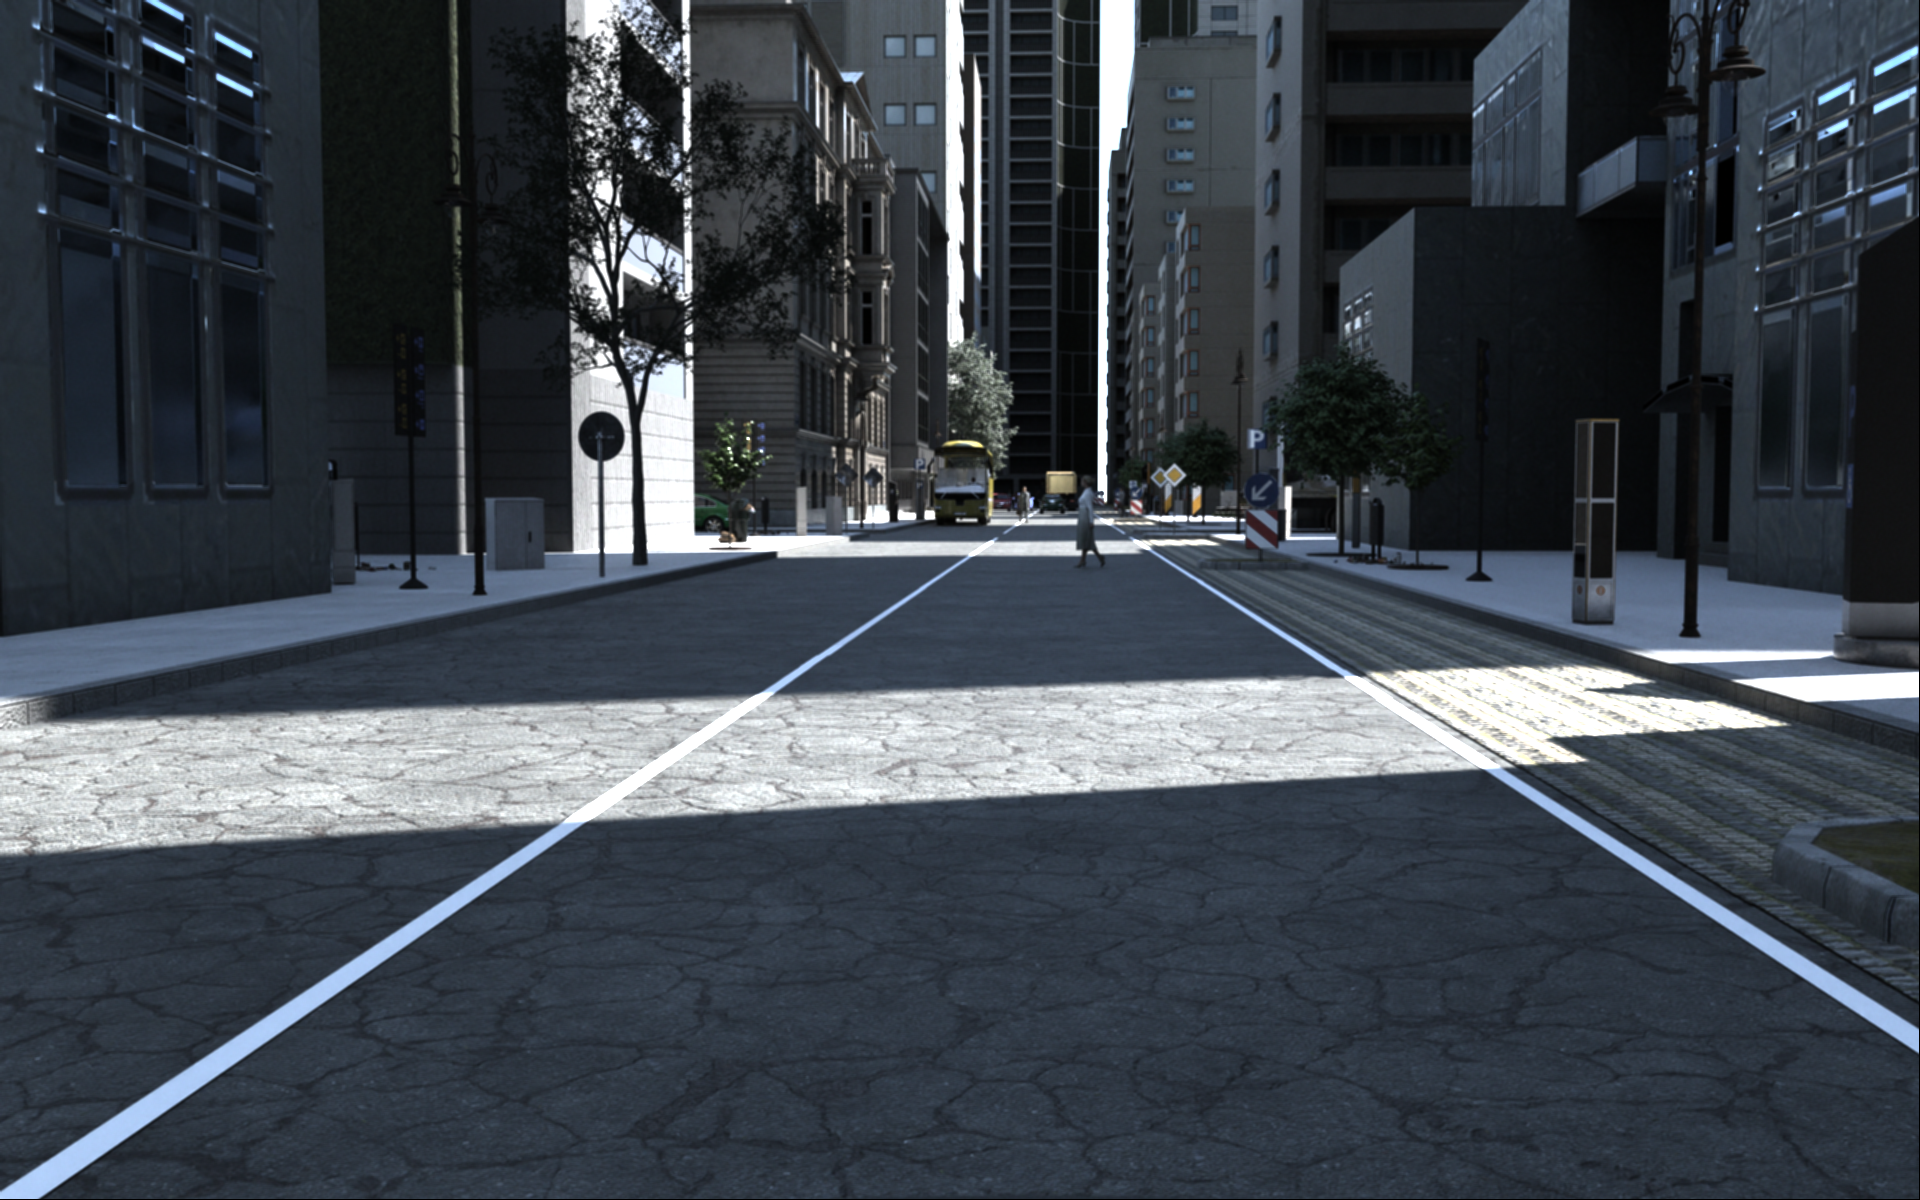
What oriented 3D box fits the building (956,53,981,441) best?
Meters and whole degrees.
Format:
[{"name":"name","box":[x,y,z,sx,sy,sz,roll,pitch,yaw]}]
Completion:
[{"name":"building","box":[-5.108,-32.046,174.063,14.600,45.320,14.200,0,4,3]}]

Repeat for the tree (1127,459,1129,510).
[{"name":"tree","box":[10.342,-5.825,78.950,4.285,4.588,4.351,0,3,0]}]

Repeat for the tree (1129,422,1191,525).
[{"name":"tree","box":[10.218,-5.405,72.089,4.285,4.588,4.351,0,3,0]}]

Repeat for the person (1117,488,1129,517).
[{"name":"person","box":[10.105,-6.082,108.057,0.853,1.813,0.709,-1,4,-15]}]

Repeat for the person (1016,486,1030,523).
[{"name":"person","box":[3.203,-4.792,86.947,0.694,1.812,0.767,-1,4,-9]}]

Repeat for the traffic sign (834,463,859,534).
[{"name":"traffic sign","box":[-3.691,-3.219,56.278,0.795,2.450,0.064,0,4,3]}]

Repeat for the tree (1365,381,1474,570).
[{"name":"tree","box":[7.750,-2.150,29.760,1.663,3.219,1.824,0,3,0]}]

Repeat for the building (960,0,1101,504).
[{"name":"building","box":[8.410,-48.537,231.829,20.611,71.187,20.563,0,4,3]}]

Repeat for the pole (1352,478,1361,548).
[{"name":"pole","box":[9.398,-2.885,41.010,0.158,3.312,0.155,0,3,0]}]

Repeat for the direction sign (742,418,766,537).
[{"name":"direction sign","box":[-6.197,-3.680,52.159,0.379,3.537,0.876,3,5,43]}]

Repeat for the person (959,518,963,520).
[{"name":"person","box":[0.052,-5.342,95.962,0.709,1.813,0.853,-2,4,-25]}]

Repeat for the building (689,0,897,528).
[{"name":"building","box":[-10.392,-16.116,82.582,14.460,24.649,34.723,0,4,3]}]

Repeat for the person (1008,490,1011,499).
[{"name":"person","box":[5.085,-10.264,176.403,0.705,1.814,1.350,0,4,2]}]

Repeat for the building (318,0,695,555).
[{"name":"building","box":[-22.041,-30.792,45.451,28.212,58.520,21.231,0,4,3]}]

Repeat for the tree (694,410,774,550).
[{"name":"tree","box":[-5.397,-2.772,39.929,1.663,3.219,1.824,0,3,0]}]

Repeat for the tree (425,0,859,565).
[{"name":"tree","box":[-5.683,-5.926,31.300,8.767,10.594,7.601,1,4,12]}]

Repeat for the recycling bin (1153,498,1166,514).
[{"name":"recycling bin","box":[12.742,-5.954,109.909,0.722,1.027,0.722,-2,4,-26]}]

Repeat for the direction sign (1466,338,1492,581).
[{"name":"direction sign","box":[7.684,-2.051,25.532,0.379,3.537,0.876,2,4,27]}]

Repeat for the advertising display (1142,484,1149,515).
[{"name":"advertising display","box":[11.438,-6.212,106.772,0.123,1.923,0.974,-1,4,-14]}]

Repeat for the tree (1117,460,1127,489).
[{"name":"tree","box":[14.444,-9.602,140.704,4.285,4.588,4.351,0,3,0]}]

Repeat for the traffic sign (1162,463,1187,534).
[{"name":"traffic sign","box":[6.883,-3.180,55.634,0.795,2.450,0.064,0,4,3]}]

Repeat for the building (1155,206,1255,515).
[{"name":"building","box":[28.187,-16.698,118.055,27.650,21.520,28.899,0,4,3]}]

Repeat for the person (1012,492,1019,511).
[{"name":"person","box":[4.673,-8.350,146.489,0.593,1.643,0.415,0,4,5]}]

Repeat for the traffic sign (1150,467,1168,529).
[{"name":"traffic sign","box":[7.355,-3.667,63.605,0.795,2.450,0.064,0,4,3]}]

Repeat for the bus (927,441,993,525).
[{"name":"bus","box":[0.226,-5.617,83.379,2.896,3.916,12.252,0,4,2]}]

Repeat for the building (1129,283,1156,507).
[{"name":"building","box":[29.706,-19.011,155.865,27.650,21.520,28.899,0,4,3]}]

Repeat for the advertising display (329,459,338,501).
[{"name":"advertising display","box":[-12.107,-1.662,32.393,0.974,1.923,0.123,1,4,10]}]

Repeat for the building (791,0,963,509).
[{"name":"building","box":[-13.695,-34.511,153.498,28.713,52.752,27.495,0,4,3]}]

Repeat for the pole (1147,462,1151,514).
[{"name":"pole","box":[12.192,-7.212,111.757,0.158,3.312,0.155,0,3,0]}]

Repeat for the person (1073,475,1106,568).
[{"name":"person","box":[2.533,-1.530,33.747,0.641,1.798,0.478,1,4,17]}]

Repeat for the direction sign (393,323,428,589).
[{"name":"direction sign","box":[-7.421,-1.922,23.420,0.379,3.537,0.876,0,4,7]}]

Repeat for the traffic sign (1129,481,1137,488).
[{"name":"traffic sign","box":[13.222,-7.966,132.381,0.606,2.300,0.079,1,4,11]}]

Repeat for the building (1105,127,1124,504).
[{"name":"building","box":[30.299,-37.168,231.390,21.600,48.544,21.300,0,4,3]}]

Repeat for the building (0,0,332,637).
[{"name":"building","box":[-18.230,-42.343,4.976,22.319,86.520,31.000,0,4,3]}]

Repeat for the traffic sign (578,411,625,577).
[{"name":"traffic sign","box":[-5.542,-1.629,26.742,0.768,2.556,0.104,1,4,13]}]

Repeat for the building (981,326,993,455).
[{"name":"building","box":[-11.130,-21.815,201.711,28.899,21.520,27.650,0,4,3]}]

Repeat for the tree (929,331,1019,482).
[{"name":"tree","box":[-0.295,-13.965,134.990,9.857,13.997,8.962,0,3,0]}]

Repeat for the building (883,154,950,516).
[{"name":"building","box":[-8.713,-18.110,115.160,14.314,24.678,30.058,0,4,3]}]

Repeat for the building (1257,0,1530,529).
[{"name":"building","box":[23.493,-27.434,72.240,21.600,48.544,21.300,0,4,3]}]

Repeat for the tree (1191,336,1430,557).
[{"name":"tree","box":[7.911,-3.203,36.081,4.285,4.588,4.351,0,3,0]}]

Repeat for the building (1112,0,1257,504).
[{"name":"building","box":[28.494,-46.664,201.206,20.563,71.187,20.611,0,4,3]}]

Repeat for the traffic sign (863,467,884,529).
[{"name":"traffic sign","box":[-3.220,-3.707,64.249,0.795,2.450,0.064,0,4,3]}]

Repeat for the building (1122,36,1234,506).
[{"name":"building","box":[28.350,-34.074,180.803,21.300,48.544,21.600,0,4,3]}]

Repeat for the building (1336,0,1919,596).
[{"name":"building","box":[21.025,-43.933,30.973,22.319,86.520,31.000,0,4,3]}]

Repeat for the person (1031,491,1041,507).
[{"name":"person","box":[8.337,-11.166,191.204,1.348,1.807,0.705,1,4,23]}]
